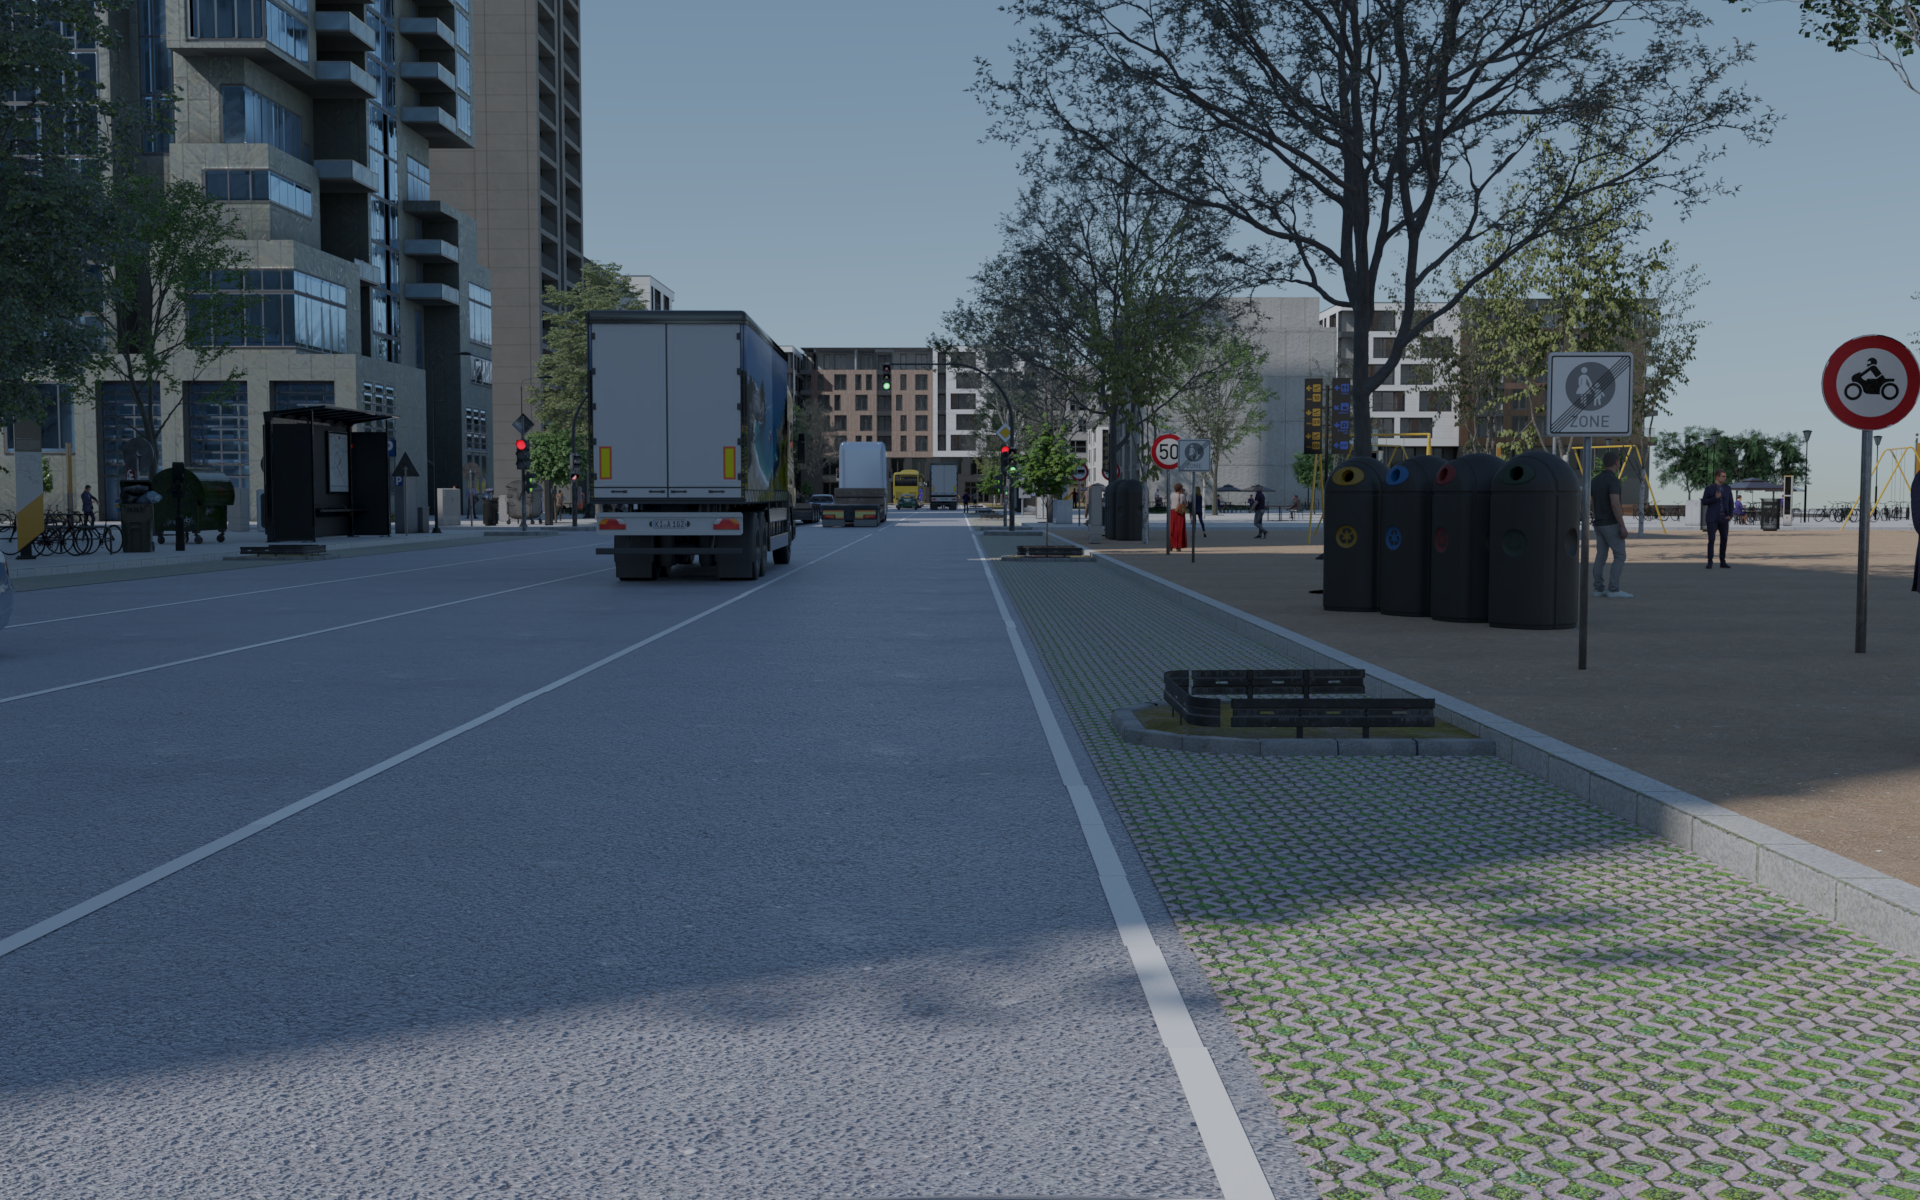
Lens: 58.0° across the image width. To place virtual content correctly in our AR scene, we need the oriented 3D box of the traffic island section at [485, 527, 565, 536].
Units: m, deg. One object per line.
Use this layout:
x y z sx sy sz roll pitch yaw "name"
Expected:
-15.178 -2.324 60.271 2.009 0.180 2.903 0 3 0 "traffic island section"

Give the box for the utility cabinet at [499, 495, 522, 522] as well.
-20.582 -4.172 79.371 1.020 1.237 0.306 0 4 4 "utility cabinet"

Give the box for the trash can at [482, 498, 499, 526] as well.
-19.010 -3.576 70.121 0.748 1.137 0.748 0 3 0 "trash can"

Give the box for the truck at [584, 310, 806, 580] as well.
-4.582 -2.637 32.021 2.839 4.237 11.283 0 4 -1 "truck"

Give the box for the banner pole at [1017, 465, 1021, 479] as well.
4.347 -8.096 122.388 0.863 3.779 0.401 -1 4 -14 "banner pole"

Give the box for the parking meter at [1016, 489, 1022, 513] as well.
4.092 -6.969 119.650 0.255 1.863 0.399 2 4 31 "parking meter"

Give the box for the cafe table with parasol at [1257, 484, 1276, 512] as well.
20.904 -7.157 121.875 2.610 1.966 2.610 3 4 36 "cafe table with parasol"

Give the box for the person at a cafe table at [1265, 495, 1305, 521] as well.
15.644 -4.404 82.860 1.726 1.238 1.698 3 5 42 "person at a cafe table"

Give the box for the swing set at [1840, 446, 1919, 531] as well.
31.527 -3.704 58.177 2.862 2.851 3.119 1 4 15 "swing set"

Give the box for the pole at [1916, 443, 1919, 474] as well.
38.183 -4.596 68.982 0.158 3.312 0.155 0 3 0 "pole"

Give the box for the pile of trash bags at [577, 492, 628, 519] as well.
-19.235 -5.037 92.100 1.912 1.369 3.447 2 4 31 "pile of trash bags"

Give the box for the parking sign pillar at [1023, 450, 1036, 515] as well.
4.544 -7.146 105.312 1.447 3.967 1.447 1 4 21 "parking sign pillar"

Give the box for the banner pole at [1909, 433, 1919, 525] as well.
39.160 -4.955 71.024 0.401 3.779 0.863 2 4 35 "banner pole"

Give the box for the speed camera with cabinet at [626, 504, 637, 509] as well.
-19.949 -6.726 104.305 2.038 3.252 0.660 -3 5 -42 "speed camera with cabinet"

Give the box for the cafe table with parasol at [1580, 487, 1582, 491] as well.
28.738 -4.780 83.020 2.610 1.966 2.610 1 4 14 "cafe table with parasol"

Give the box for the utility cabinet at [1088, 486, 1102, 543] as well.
3.502 -2.223 45.027 0.318 1.500 1.173 0 4 2 "utility cabinet"

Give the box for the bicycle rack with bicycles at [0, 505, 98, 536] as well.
-31.008 -2.758 58.477 2.925 0.926 2.852 -2 4 -32 "bicycle rack with bicycles"

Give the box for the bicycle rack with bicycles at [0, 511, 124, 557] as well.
-18.954 -1.405 36.350 2.852 0.926 2.925 2 4 32 "bicycle rack with bicycles"

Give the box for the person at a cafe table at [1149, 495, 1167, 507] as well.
13.525 -6.596 118.702 1.698 1.238 1.726 1 4 17 "person at a cafe table"

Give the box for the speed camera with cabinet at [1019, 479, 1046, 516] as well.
4.453 -6.495 100.536 2.038 3.252 0.660 0 4 0 "speed camera with cabinet"

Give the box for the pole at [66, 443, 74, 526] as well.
-35.455 -4.595 68.968 0.158 3.312 0.155 0 3 0 "pole"

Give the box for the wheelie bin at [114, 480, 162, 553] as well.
-18.086 -1.848 38.120 0.980 1.594 0.693 -1 4 -19 "wheelie bin"

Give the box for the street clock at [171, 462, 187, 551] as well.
-17.602 -2.109 39.044 0.358 2.002 0.471 -1 4 -19 "street clock"

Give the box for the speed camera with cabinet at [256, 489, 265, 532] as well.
-23.001 -3.975 59.321 2.038 3.252 0.660 -1 4 -19 "speed camera with cabinet"

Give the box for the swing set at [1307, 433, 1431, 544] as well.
10.602 -2.900 45.036 3.119 2.851 2.862 1 4 20 "swing set"

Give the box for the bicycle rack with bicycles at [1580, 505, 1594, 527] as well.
25.092 -3.415 69.211 2.852 0.926 2.925 -2 4 -35 "bicycle rack with bicycles"

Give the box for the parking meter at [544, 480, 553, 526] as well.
-16.762 -3.969 70.601 0.255 1.863 0.399 0 4 5 "parking meter"

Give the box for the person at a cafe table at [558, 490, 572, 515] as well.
-24.143 -5.907 105.099 1.698 1.524 1.622 -2 4 -35 "person at a cafe table"

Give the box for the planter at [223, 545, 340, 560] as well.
-14.805 -1.036 38.080 1.991 0.319 1.994 0 3 0 "planter"

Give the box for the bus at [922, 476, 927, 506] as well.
-5.384 -12.574 197.124 2.896 3.916 12.252 0 4 0 "bus"

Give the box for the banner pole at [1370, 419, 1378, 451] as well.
13.878 -4.174 58.259 0.401 3.779 0.863 3 4 38 "banner pole"

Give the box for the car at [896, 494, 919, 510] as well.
-4.760 -8.866 156.762 2.131 1.459 4.920 0 4 -2 "car"

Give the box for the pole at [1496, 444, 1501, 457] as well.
21.754 -4.660 70.040 0.158 3.312 0.155 0 3 0 "pole"

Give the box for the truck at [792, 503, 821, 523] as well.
-8.462 -5.346 77.162 2.967 4.110 18.799 0 4 2 "truck"

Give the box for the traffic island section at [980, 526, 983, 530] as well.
1.806 -2.814 68.289 2.009 0.180 2.903 0 3 0 "traffic island section"

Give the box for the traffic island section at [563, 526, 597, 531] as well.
-15.195 -2.812 68.256 2.009 0.180 2.903 0 3 0 "traffic island section"

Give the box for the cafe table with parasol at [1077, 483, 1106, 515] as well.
9.911 -7.229 123.065 2.610 1.966 2.610 -3 5 -43 "cafe table with parasol"

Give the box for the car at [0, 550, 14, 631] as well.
-9.081 -0.074 13.214 2.014 1.417 4.499 0 4 0 "car"

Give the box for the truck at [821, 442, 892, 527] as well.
-4.913 -5.728 83.407 2.967 4.110 18.799 0 4 -1 "truck"

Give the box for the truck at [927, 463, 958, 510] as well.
-1.579 -10.457 159.887 2.839 4.237 11.283 0 4 -2 "truck"

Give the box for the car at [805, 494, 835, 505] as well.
-8.270 -5.622 103.929 2.014 1.417 4.499 0 4 -1 "car"

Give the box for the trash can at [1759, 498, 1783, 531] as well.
28.035 -2.951 59.906 0.748 1.137 0.748 0 3 0 "trash can"

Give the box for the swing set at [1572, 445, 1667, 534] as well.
21.028 -3.605 56.563 2.862 2.851 3.119 -1 4 -22 "swing set"

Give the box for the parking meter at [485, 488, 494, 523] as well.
-20.399 -4.077 75.065 0.372 1.533 0.369 0 3 0 "parking meter"

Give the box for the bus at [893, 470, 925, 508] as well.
-5.185 -11.267 175.764 2.896 3.916 12.252 0 4 1 "bus"

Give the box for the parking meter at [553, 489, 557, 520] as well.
-20.513 -4.827 87.332 0.372 1.533 0.369 0 3 0 "parking meter"

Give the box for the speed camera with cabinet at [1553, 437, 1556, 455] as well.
19.918 -4.033 60.268 2.038 3.252 0.660 1 4 22 "speed camera with cabinet"

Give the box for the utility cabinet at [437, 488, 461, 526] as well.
-20.227 -3.662 68.546 0.318 1.500 1.173 1 4 18 "utility cabinet"

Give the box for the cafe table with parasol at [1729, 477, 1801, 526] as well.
32.643 -4.066 71.349 2.610 1.966 2.610 -3 5 -43 "cafe table with parasol"

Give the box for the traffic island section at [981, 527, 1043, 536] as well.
1.824 -2.326 60.304 2.009 0.180 2.903 0 3 0 "traffic island section"

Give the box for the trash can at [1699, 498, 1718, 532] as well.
25.389 -2.872 58.617 0.748 1.137 0.748 0 3 0 "trash can"

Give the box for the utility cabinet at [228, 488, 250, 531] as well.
-24.646 -3.089 59.178 0.318 1.500 1.173 -3 5 -43 "utility cabinet"

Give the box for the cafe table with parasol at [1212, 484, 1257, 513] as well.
18.041 -6.824 116.431 2.610 1.966 2.610 -1 4 -17 "cafe table with parasol"

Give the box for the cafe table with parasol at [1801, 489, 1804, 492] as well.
52.003 -6.382 109.206 2.610 1.966 2.610 0 4 6 "cafe table with parasol"

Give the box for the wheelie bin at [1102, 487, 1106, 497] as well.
6.701 -4.200 76.576 0.980 1.594 0.693 3 5 43 "wheelie bin"
